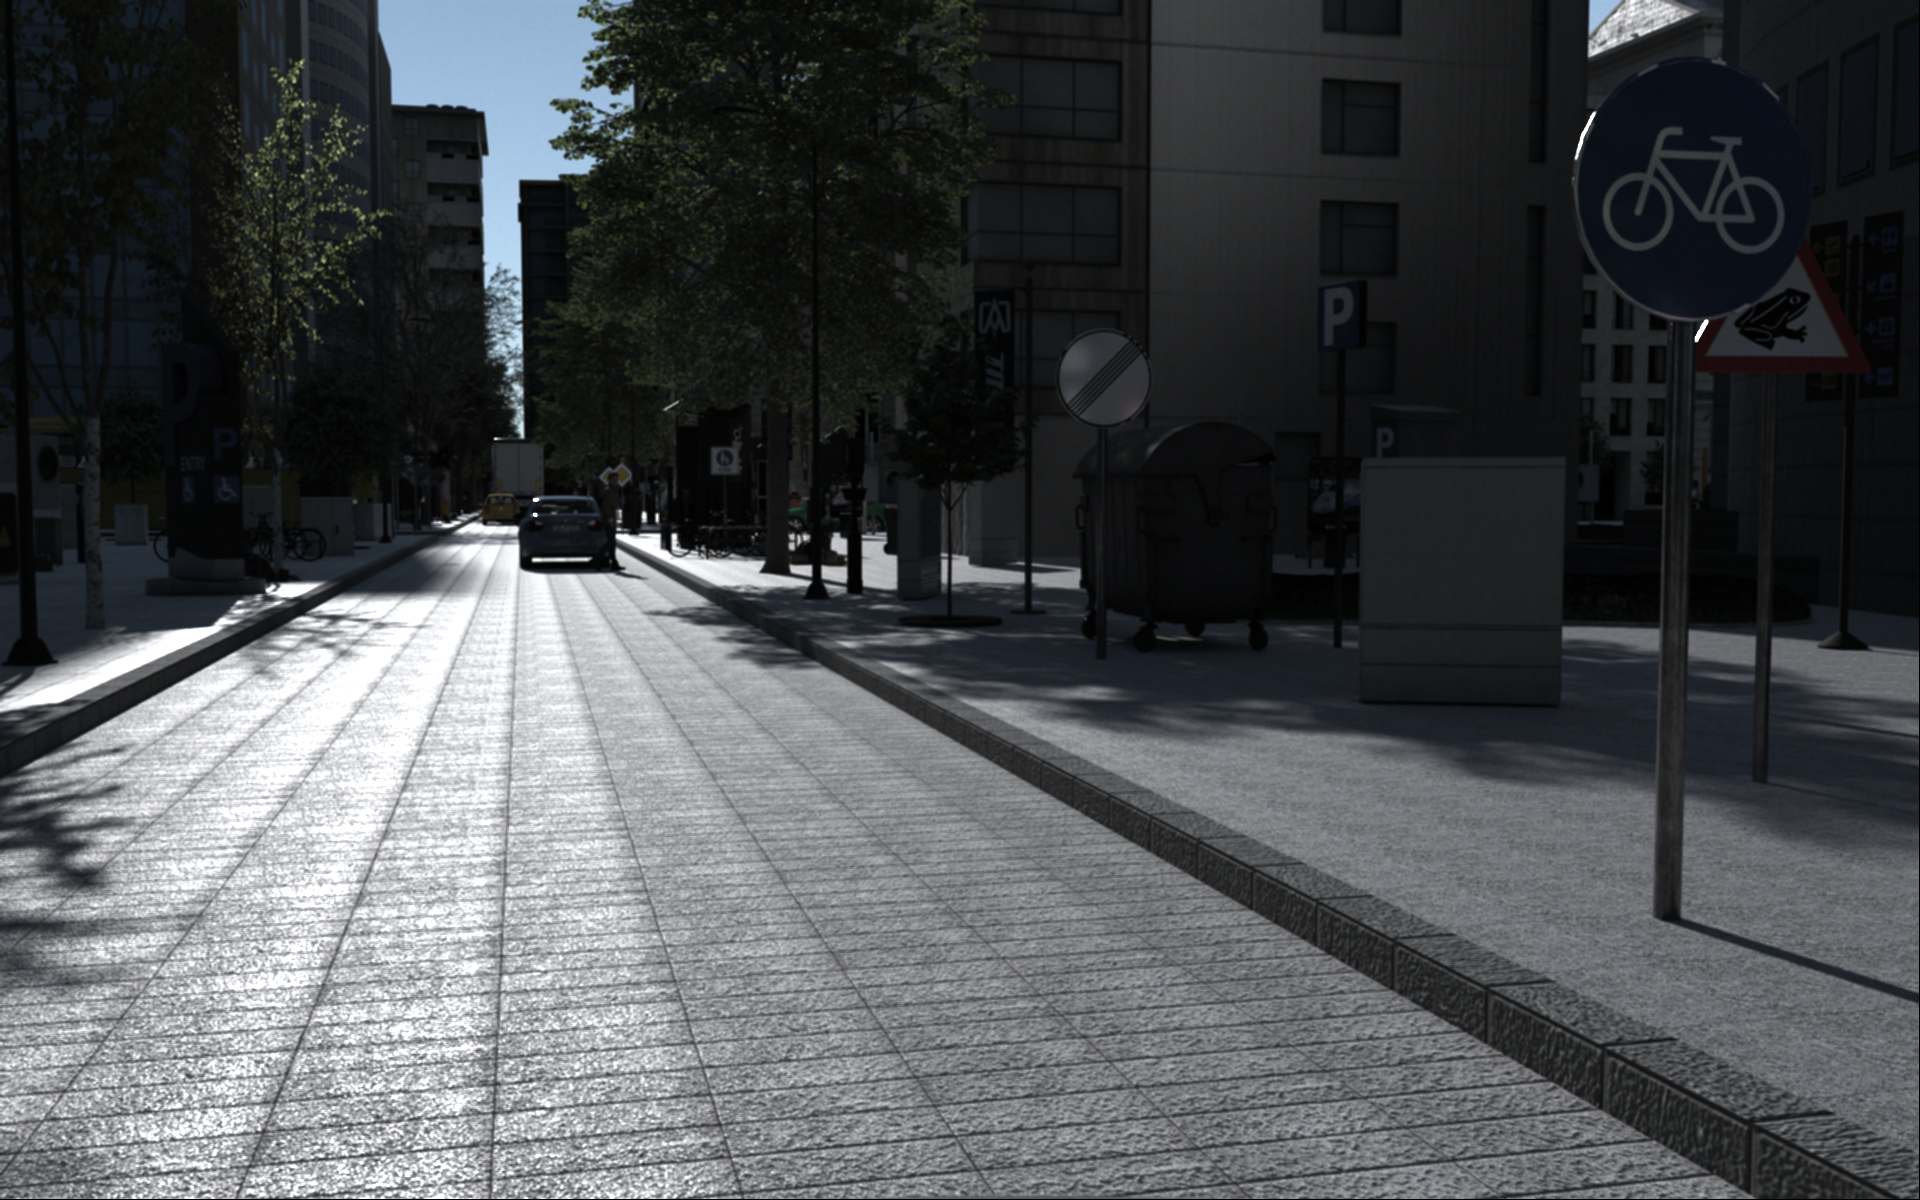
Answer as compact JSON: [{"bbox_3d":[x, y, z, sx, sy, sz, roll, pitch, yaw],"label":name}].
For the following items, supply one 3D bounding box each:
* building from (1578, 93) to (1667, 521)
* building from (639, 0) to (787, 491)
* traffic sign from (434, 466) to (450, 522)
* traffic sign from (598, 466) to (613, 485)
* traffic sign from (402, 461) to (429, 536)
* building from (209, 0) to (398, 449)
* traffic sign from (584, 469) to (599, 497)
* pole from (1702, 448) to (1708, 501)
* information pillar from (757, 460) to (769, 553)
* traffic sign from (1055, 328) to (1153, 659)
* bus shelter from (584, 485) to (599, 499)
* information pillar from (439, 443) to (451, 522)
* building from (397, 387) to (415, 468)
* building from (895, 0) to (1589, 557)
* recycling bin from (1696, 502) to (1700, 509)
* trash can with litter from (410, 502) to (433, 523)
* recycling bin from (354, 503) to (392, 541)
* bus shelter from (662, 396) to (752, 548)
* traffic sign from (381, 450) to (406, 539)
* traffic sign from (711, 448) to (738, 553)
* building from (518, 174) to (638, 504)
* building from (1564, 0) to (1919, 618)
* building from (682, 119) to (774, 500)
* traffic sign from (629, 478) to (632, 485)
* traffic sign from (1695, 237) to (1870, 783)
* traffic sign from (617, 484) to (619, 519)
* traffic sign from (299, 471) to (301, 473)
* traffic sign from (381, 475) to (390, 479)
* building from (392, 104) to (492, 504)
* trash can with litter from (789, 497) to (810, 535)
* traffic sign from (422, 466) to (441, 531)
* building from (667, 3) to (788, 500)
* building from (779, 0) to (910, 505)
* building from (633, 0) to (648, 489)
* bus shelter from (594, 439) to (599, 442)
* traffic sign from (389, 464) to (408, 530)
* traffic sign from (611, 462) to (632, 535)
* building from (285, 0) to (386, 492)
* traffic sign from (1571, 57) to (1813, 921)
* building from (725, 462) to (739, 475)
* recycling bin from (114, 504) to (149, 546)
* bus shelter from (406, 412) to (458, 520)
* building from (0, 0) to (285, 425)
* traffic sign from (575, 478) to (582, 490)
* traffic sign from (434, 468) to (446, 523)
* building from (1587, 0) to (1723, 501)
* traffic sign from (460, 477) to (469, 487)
[{"bbox_3d":[24.989,-14.081,84.974,16.860,20.320,10.420,-1,4,-14],"label":"building"},{"bbox_3d":[-19.069,-33.175,166.111,21.300,48.544,21.600,-1,4,-14],"label":"building"},{"bbox_3d":[-23.673,-4.828,79.051,0.768,2.556,0.104,0,4,-5],"label":"traffic sign"},{"bbox_3d":[-12.572,-3.580,62.172,0.795,2.450,0.064,-1,4,-14],"label":"traffic sign"},{"bbox_3d":[-16.631,-3.015,52.939,0.795,2.450,0.064,-1,4,-14],"label":"traffic sign"},{"bbox_3d":[-61.346,-31.449,164.297,14.600,45.320,14.200,-1,4,-14],"label":"building"},{"bbox_3d":[-18.477,-5.307,86.872,0.768,2.556,0.104,-1,4,-10],"label":"traffic sign"},{"bbox_3d":[32.967,-5.066,76.670,0.158,3.312,0.155,0,3,0],"label":"pole"},{"bbox_3d":[-4.190,-2.026,37.625,0.304,2.012,0.304,2,4,34],"label":"information pillar"},{"bbox_3d":[1.103,-0.815,13.427,0.768,2.556,0.104,-1,4,-9],"label":"traffic sign"},{"bbox_3d":[-22.496,-7.030,106.227,1.731,3.624,6.357,-1,4,-14],"label":"bus shelter"},{"bbox_3d":[-23.692,-5.397,79.595,0.504,3.616,0.183,1,4,14],"label":"information pillar"},{"bbox_3d":[-74.446,-53.112,181.054,31.000,86.520,22.319,-1,4,-14],"label":"building"},{"bbox_3d":[5.406,-21.927,42.098,14.154,41.232,14.086,-1,4,-14],"label":"building"},{"bbox_3d":[24.326,-2.666,56.150,0.722,1.027,0.722,3,4,38],"label":"recycling bin"},{"bbox_3d":[-23.587,-3.925,75.568,0.624,1.170,1.055,3,5,41],"label":"trash can with litter"},{"bbox_3d":[-16.197,-2.154,47.777,0.722,1.027,0.722,2,4,25],"label":"recycling bin"},{"bbox_3d":[-6.536,-3.262,44.618,1.731,3.624,6.357,-1,4,-14],"label":"bus shelter"},{"bbox_3d":[-16.229,-3.023,49.529,0.768,2.556,0.104,-1,4,-9],"label":"traffic sign"},{"bbox_3d":[-5.085,-2.163,37.495,0.606,2.300,0.079,-1,4,-9],"label":"traffic sign"},{"bbox_3d":[-46.730,-35.554,235.930,28.867,44.769,22.147,-1,4,-14],"label":"building"},{"bbox_3d":[20.574,-28.953,15.379,21.231,58.520,28.212,-1,4,-14],"label":"building"},{"bbox_3d":[-8.754,-20.880,117.808,17.030,29.872,44.131,-1,4,-14],"label":"building"},{"bbox_3d":[-16.726,-5.195,87.065,0.606,2.300,0.079,-1,4,-10],"label":"traffic sign"},{"bbox_3d":[3.565,-0.467,7.644,0.884,2.594,0.081,0,4,-7],"label":"traffic sign"},{"bbox_3d":[-17.929,-5.545,90.774,0.768,2.556,0.104,-1,4,-11],"label":"traffic sign"},{"bbox_3d":[-18.940,-3.082,50.503,0.768,2.556,0.104,-1,4,-13],"label":"traffic sign"},{"bbox_3d":[-26.628,-4.942,80.911,0.768,2.556,0.104,0,4,-7],"label":"traffic sign"},{"bbox_3d":[-75.272,-39.368,232.911,27.495,52.752,28.713,-1,4,-14],"label":"building"},{"bbox_3d":[-5.018,-2.693,55.093,2.233,1.210,1.678,-3,4,-38],"label":"trash can with litter"},{"bbox_3d":[-18.584,-3.489,60.682,0.795,2.450,0.064,-1,4,-14],"label":"traffic sign"},{"bbox_3d":[-17.876,-28.402,147.964,14.154,41.232,14.086,-1,4,-14],"label":"building"},{"bbox_3d":[4.653,-17.268,79.602,25.104,27.353,12.463,-1,4,-14],"label":"building"},{"bbox_3d":[-24.959,-39.631,189.962,21.231,58.520,28.212,-1,4,-14],"label":"building"},{"bbox_3d":[-26.310,-8.960,124.122,2.179,5.291,8.768,-1,4,-14],"label":"bus shelter"},{"bbox_3d":[-20.105,-3.776,61.844,0.768,2.556,0.104,0,4,-7],"label":"traffic sign"},{"bbox_3d":[-10.619,-3.106,54.428,0.795,2.450,0.064,-1,4,-14],"label":"traffic sign"},{"bbox_3d":[-59.501,-36.687,141.836,21.231,58.520,28.212,-1,4,-14],"label":"building"},{"bbox_3d":[2.141,-0.310,5.167,0.768,2.556,0.104,-1,4,-10],"label":"traffic sign"},{"bbox_3d":[-24.452,-28.527,238.121,14.107,30.474,14.160,-1,4,-14],"label":"building"},{"bbox_3d":[-20.832,-1.896,43.557,0.722,1.027,0.722,-1,4,-22],"label":"recycling bin"},{"bbox_3d":[-26.748,-6.744,87.889,2.179,5.291,8.768,-1,4,-14],"label":"bus shelter"},{"bbox_3d":[-35.810,-25.721,70.652,14.600,45.320,14.200,-1,4,-14],"label":"building"},{"bbox_3d":[-22.394,-6.273,102.672,0.768,2.556,0.104,-1,4,-12],"label":"traffic sign"},{"bbox_3d":[-23.317,-4.650,77.208,0.795,2.450,0.064,-1,4,-12],"label":"traffic sign"},{"bbox_3d":[44.296,-18.557,90.792,23.554,28.519,14.401,-1,4,-14],"label":"building"},{"bbox_3d":[-36.562,-7.795,127.556,0.768,2.556,0.104,-1,4,-13],"label":"traffic sign"}]
